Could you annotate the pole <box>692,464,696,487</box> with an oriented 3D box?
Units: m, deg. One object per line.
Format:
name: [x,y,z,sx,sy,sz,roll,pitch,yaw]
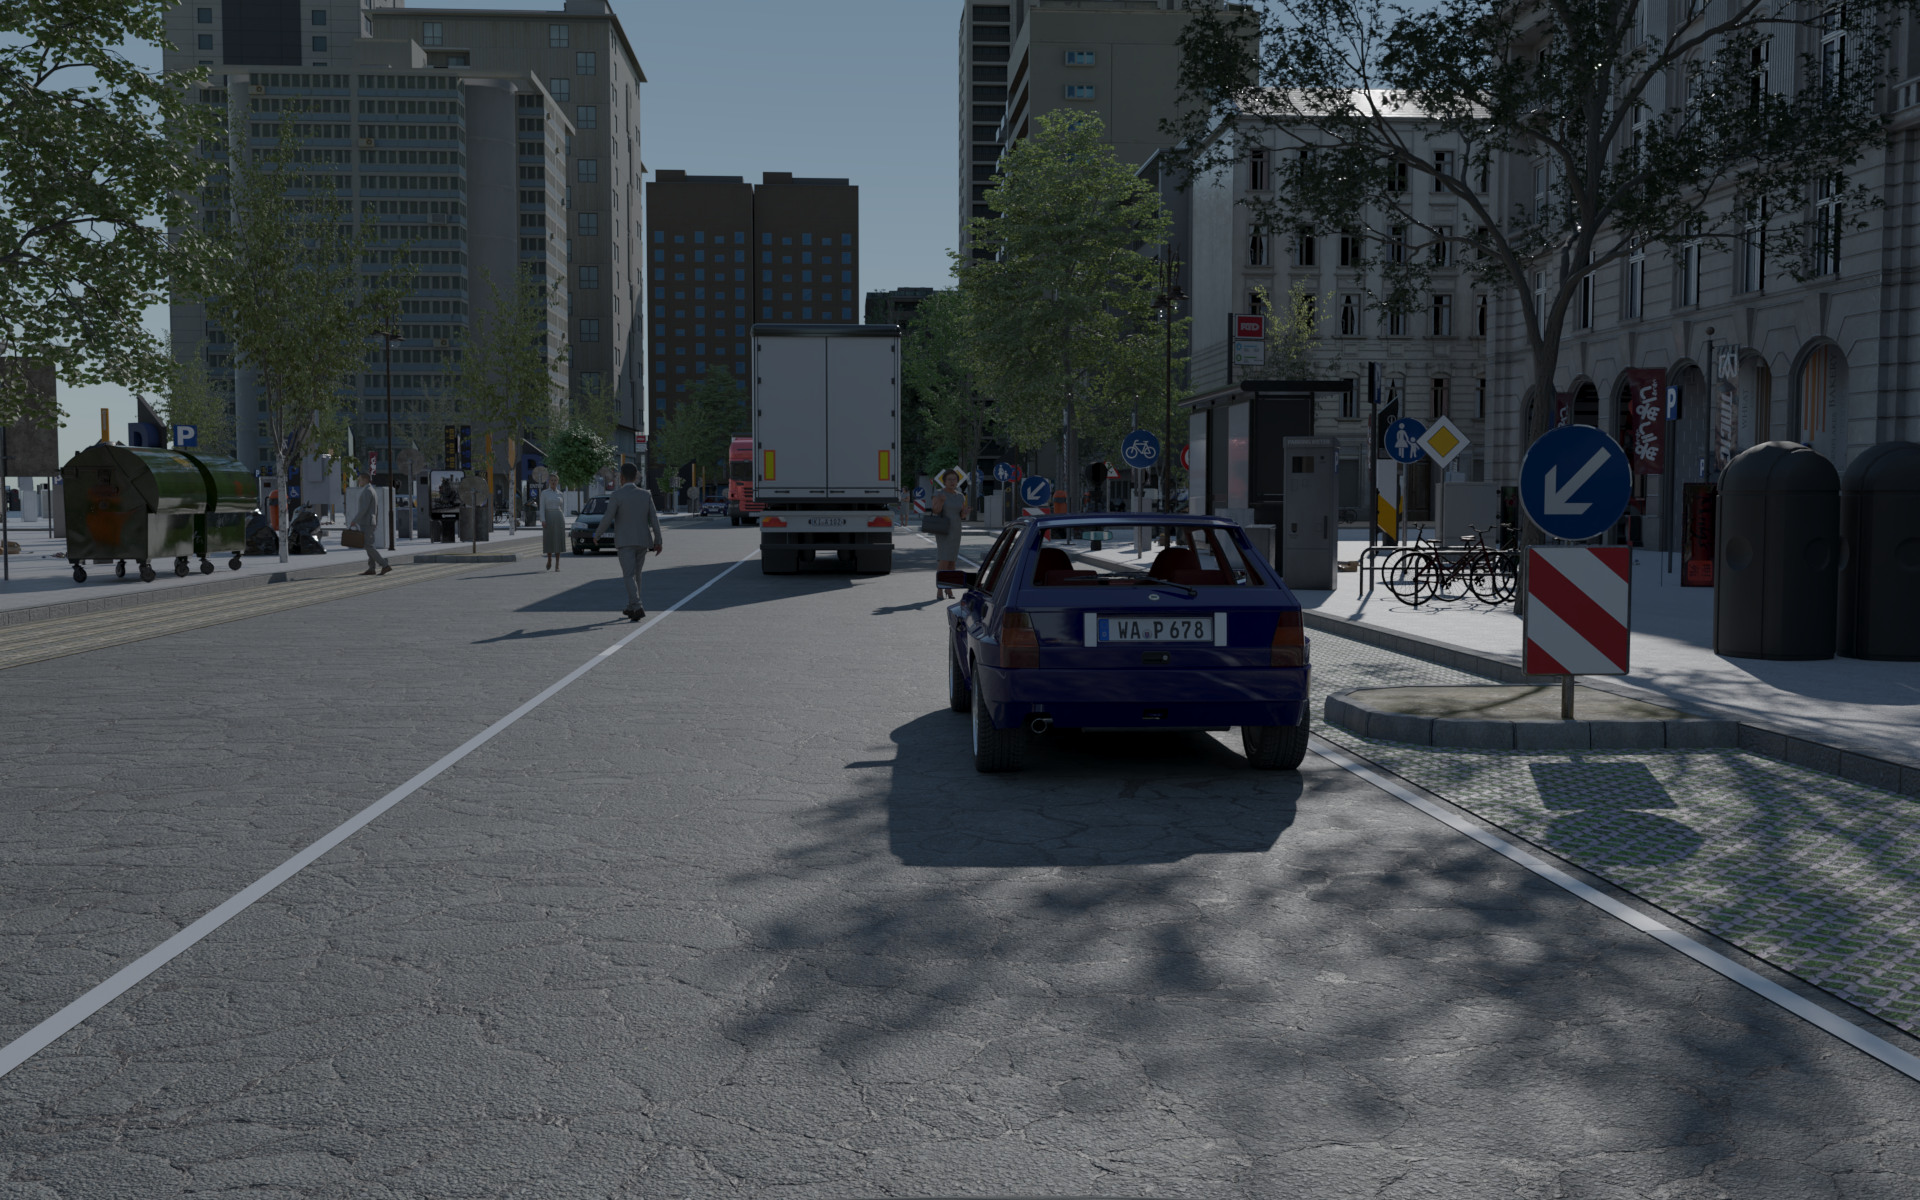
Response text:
pole: [-17.915,-7.512,116.669,0.158,3.312,0.155,0,3,0]

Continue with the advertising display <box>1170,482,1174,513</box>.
advertising display: [11.367,-5.383,93.232,0.123,1.923,0.974,2,4,30]

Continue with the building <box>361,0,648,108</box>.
building: [-49.513,-36.757,190.217,27.495,52.752,28.713,0,4,-4]

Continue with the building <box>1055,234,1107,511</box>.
building: [13.349,-18.694,134.524,11.050,23.489,19.941,0,4,-4]

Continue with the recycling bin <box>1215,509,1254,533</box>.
recycling bin: [4.824,-1.063,29.937,0.722,1.027,0.722,0,4,-3]

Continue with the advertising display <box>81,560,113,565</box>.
advertising display: [-15.721,-1.621,31.725,0.123,1.923,0.974,1,4,21]

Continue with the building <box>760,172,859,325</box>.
building: [-21.356,-36.311,243.798,14.200,45.320,14.600,0,4,-4]

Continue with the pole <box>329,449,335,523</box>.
pole: [-28.308,-5.150,78.042,0.158,3.312,0.155,0,3,0]

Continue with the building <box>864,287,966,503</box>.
building: [-6.466,-28.952,245.067,14.107,30.474,14.160,0,4,-4]

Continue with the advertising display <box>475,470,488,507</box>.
advertising display: [-12.928,-2.545,46.825,0.123,1.923,0.974,0,4,-2]

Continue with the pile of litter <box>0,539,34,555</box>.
pile of litter: [-20.521,-1.393,36.738,1.176,0.858,1.719,3,5,42]

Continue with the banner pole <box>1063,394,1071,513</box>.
banner pole: [2.681,-3.277,43.591,0.401,3.779,0.863,-1,4,-9]

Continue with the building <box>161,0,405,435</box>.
building: [-73.816,-46.132,192.516,20.611,71.187,20.563,0,4,-4]

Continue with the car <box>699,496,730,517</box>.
car: [-15.516,-5.950,109.859,1.945,1.354,3.894,0,4,-4]

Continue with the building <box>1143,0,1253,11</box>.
building: [31.487,-49.648,249.989,20.611,71.187,20.563,0,4,-4]

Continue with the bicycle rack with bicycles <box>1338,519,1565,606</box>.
bicycle rack with bicycles: [6.219,-0.462,20.939,2.925,0.926,2.852,0,4,-6]

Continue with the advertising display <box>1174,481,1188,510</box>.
advertising display: [11.277,-5.009,87.108,0.123,1.923,0.974,-3,5,-40]

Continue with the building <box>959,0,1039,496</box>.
building: [10.643,-49.555,248.474,20.611,71.187,20.563,0,4,-4]

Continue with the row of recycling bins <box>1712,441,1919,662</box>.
row of recycling bins: [7.797,-0.395,13.578,3.534,1.692,1.069,0,4,2]

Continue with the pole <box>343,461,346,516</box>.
pole: [-36.123,-6.597,101.710,0.158,3.312,0.155,0,3,0]

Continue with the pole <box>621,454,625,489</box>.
pole: [-17.071,-5.747,87.813,0.158,3.312,0.155,0,3,0]

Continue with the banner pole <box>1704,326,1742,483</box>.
banner pole: [11.274,-2.186,25.762,0.401,3.779,0.863,-1,4,-17]

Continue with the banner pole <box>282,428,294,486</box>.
banner pole: [-25.638,-4.657,66.155,0.863,3.779,0.401,0,4,6]

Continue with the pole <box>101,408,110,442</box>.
pole: [-20.277,-2.894,41.157,0.158,3.312,0.155,0,3,0]

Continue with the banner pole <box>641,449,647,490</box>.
banner pole: [-17.601,-6.520,96.614,0.401,3.779,0.863,-3,4,-36]

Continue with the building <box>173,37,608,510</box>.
building: [-47.847,-28.142,152.008,32.217,40.220,23.993,0,4,-4]

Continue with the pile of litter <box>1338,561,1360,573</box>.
pile of litter: [6.134,-0.925,29.094,1.176,0.858,1.719,1,4,12]

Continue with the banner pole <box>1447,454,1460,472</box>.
banner pole: [22.511,-5.456,79.220,0.863,3.779,0.401,-1,4,-21]

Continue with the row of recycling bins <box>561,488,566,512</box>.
row of recycling bins: [-29.607,-7.447,128.875,1.069,1.692,3.534,-1,4,-11]

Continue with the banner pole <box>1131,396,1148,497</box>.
banner pole: [4.475,-3.331,44.483,0.401,3.779,0.863,0,4,-5]

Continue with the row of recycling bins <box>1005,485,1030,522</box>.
row of recycling bins: [2.820,-4.440,79.713,1.069,1.692,3.534,-1,4,-10]

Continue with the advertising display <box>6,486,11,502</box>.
advertising display: [-73.006,-7.766,132.193,0.974,1.923,0.123,-2,4,-34]

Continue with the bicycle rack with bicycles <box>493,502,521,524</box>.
bicycle rack with bicycles: [-20.632,-3.808,75.645,2.925,0.926,2.852,-2,4,-31]

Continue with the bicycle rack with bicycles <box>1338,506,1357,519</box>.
bicycle rack with bicycles: [15.767,-3.763,74.912,2.925,0.926,2.852,1,4,9]

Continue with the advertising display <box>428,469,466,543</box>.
advertising display: [-13.434,-2.457,45.381,0.974,1.923,0.123,-3,5,-39]

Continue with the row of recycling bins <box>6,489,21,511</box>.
row of recycling bins: [-71.151,-7.481,129.430,1.069,1.692,3.534,3,5,41]

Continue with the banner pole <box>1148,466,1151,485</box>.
banner pole: [6.523,-4.335,60.892,0.401,3.779,0.863,-1,4,-19]

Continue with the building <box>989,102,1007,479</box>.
building: [15.802,-35.140,194.155,23.786,49.044,30.456,0,4,-4]

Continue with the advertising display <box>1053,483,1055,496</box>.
advertising display: [4.955,-5.709,98.559,0.974,1.923,0.123,-2,4,-32]

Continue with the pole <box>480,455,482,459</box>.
pole: [-25.124,-5.929,90.783,0.158,3.312,0.155,0,3,0]

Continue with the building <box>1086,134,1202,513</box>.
building: [17.042,-17.777,109.728,14.314,24.678,30.058,0,4,-4]

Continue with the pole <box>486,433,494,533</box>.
pole: [-15.618,-3.895,57.522,0.158,3.312,0.155,0,3,0]

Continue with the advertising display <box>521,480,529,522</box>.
advertising display: [-19.908,-4.534,79.348,0.123,1.923,0.974,-2,4,-28]

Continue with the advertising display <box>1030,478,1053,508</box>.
advertising display: [3.246,-3.959,69.936,0.974,1.923,0.123,3,5,41]

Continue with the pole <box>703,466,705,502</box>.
pole: [-18.878,-8.182,127.617,0.158,3.312,0.155,0,3,0]

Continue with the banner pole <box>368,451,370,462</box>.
banner pole: [-34.439,-6.815,101.444,0.401,3.779,0.863,1,4,12]

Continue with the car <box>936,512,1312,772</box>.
car: [0.849,0.139,10.300,1.945,1.354,3.894,0,4,-3]

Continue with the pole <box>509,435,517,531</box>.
pole: [-15.319,-4.003,59.292,0.158,3.312,0.155,0,3,0]

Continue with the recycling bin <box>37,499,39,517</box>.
recycling bin: [-51.939,-5.147,96.704,0.722,1.027,0.722,-3,5,-40]

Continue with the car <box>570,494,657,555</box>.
car: [-8.372,-1.981,42.178,2.009,1.686,4.222,0,4,-3]

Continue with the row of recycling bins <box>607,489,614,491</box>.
row of recycling bins: [-26.037,-7.514,129.969,3.534,1.692,1.069,3,4,36]

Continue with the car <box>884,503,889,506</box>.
car: [-4.125,-3.834,74.491,2.131,1.459,4.920,0,4,-3]

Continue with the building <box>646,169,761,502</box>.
building: [-35.752,-36.206,242.085,14.200,45.320,14.600,0,4,-4]

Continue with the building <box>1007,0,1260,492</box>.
building: [16.188,-33.300,168.157,21.300,48.544,21.600,0,4,-4]

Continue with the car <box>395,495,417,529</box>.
car: [-19.895,-3.130,63.175,4.499,1.417,2.014,0,4,-3]
